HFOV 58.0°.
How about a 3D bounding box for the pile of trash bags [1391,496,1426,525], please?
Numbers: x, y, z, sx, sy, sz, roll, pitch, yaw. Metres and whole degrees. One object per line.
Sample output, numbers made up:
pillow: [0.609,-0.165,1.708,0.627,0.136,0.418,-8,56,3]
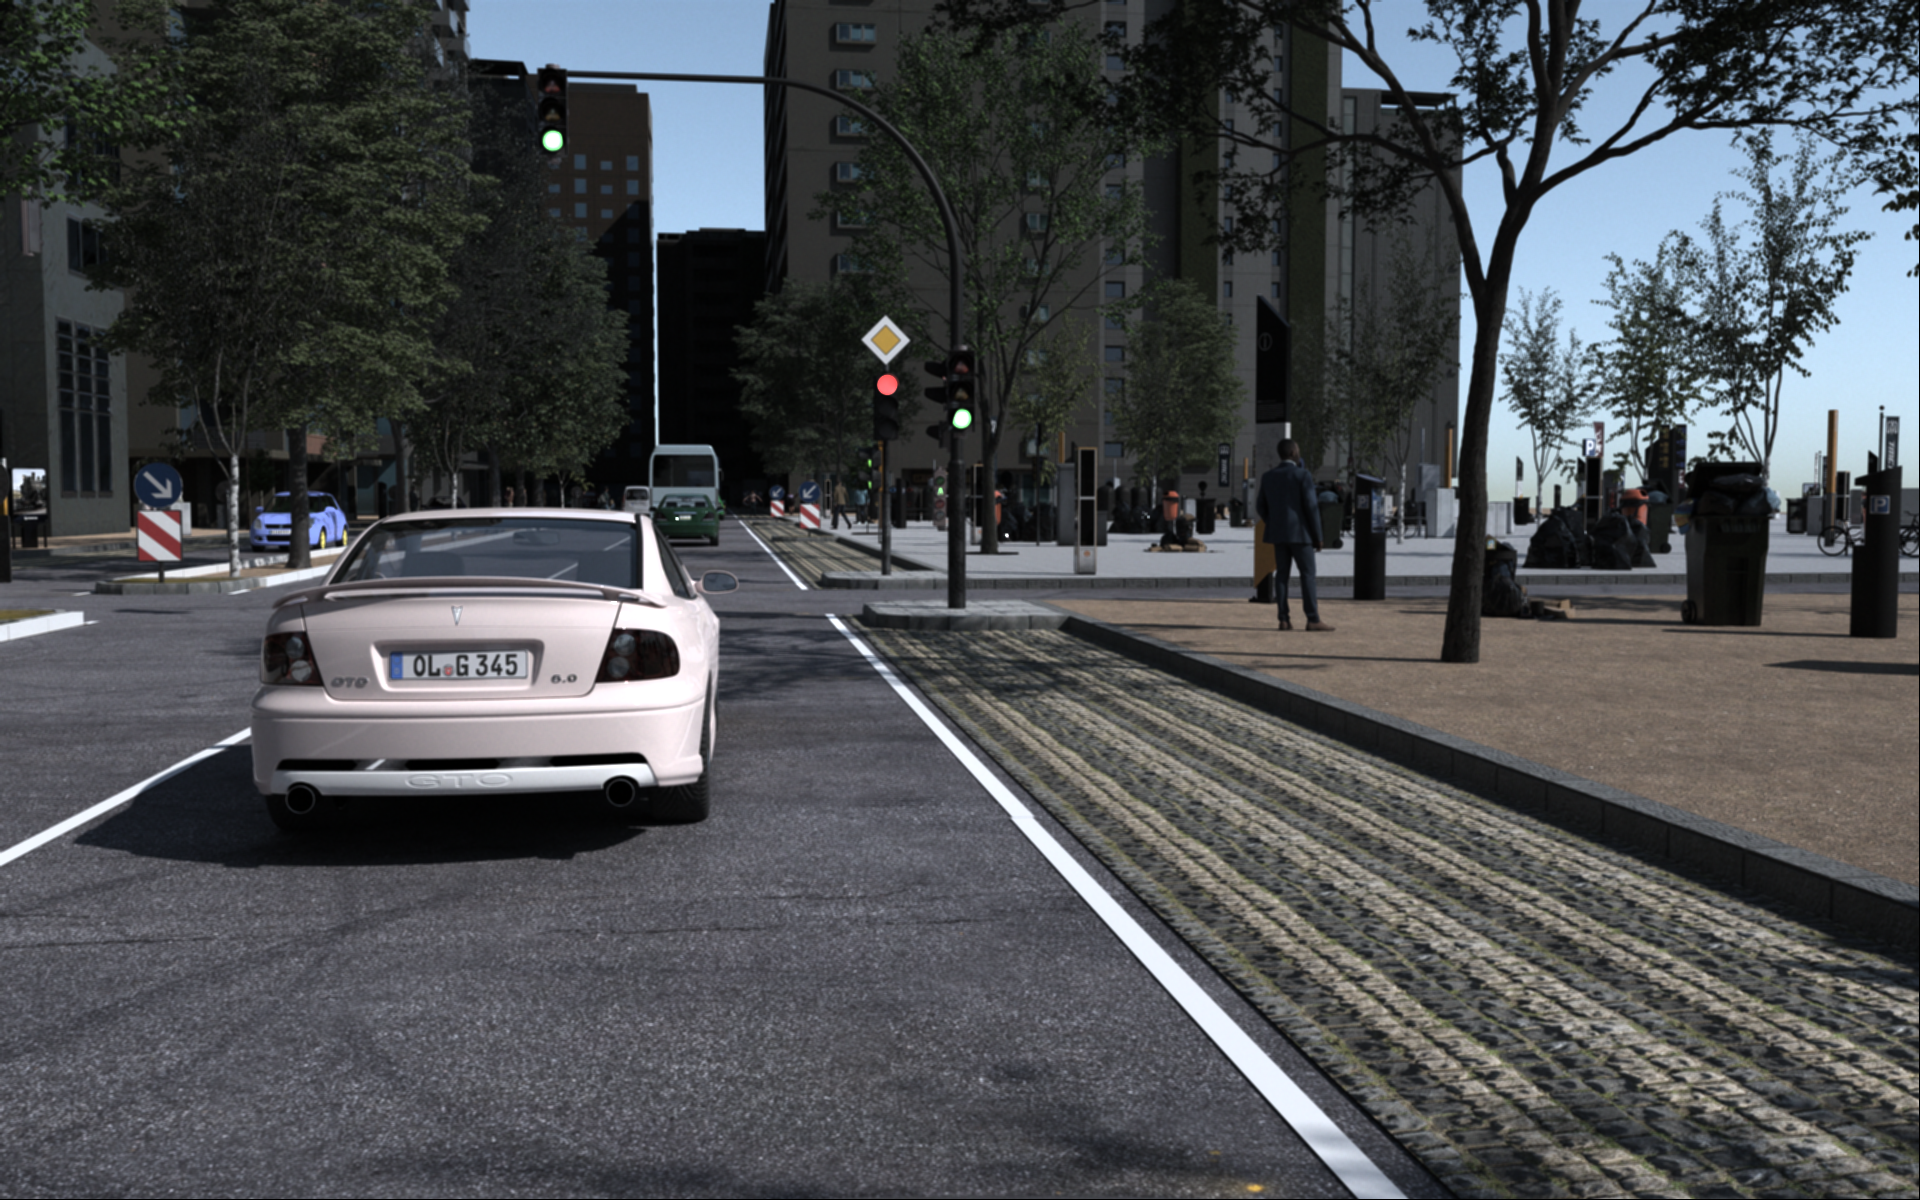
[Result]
pile of trash bags: [18.284,-3.773,71.441,3.447,1.369,1.912,0,4,6]

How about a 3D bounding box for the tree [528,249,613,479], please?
tree: [-18.196,-9.207,71.124,7.486,12.596,7.792,0,3,0]

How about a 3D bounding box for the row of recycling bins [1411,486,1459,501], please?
row of recycling bins: [25.563,-5.248,92.917,3.534,1.692,1.069,-2,4,-31]

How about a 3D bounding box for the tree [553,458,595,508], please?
tree: [-20.281,-8.281,88.215,4.737,8.622,4.395,0,3,0]

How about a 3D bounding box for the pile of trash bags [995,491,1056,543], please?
pile of trash bags: [1.566,-2.245,46.460,1.912,1.369,3.447,2,4,30]

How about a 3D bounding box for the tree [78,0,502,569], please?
tree: [-12.803,-6.886,33.176,7.486,12.596,7.792,0,3,0]

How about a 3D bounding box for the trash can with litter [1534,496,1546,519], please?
trash can with litter: [30.136,-4.884,90.918,1.678,1.210,2.233,3,5,41]

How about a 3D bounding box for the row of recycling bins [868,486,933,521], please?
row of recycling bins: [-2.771,-4.688,83.763,3.534,1.692,1.069,1,4,11]

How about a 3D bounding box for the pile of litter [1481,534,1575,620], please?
pile of litter: [5.954,-0.278,18.512,1.176,0.858,1.719,1,4,11]

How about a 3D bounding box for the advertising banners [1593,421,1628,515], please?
advertising banners: [15.994,-2.829,42.445,2.074,3.025,0.090,-3,5,-42]

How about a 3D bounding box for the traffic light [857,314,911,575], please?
traffic light: [-1.186,-2.345,27.269,0.839,4.253,0.868,0,4,-8]

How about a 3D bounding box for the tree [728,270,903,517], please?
tree: [-8.137,-11.688,97.761,9.857,13.997,8.962,0,3,0]

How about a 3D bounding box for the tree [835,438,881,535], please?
tree: [-2.864,-3.696,55.031,1.663,3.219,1.824,0,3,0]

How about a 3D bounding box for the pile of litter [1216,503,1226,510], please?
pile of litter: [12.783,-4.421,86.254,1.176,0.858,1.719,0,4,-8]

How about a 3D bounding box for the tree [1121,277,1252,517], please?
tree: [11.826,-10.588,91.248,7.486,12.596,7.792,0,3,0]

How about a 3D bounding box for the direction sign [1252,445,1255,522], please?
direction sign: [13.671,-5.365,79.711,0.379,3.537,0.876,2,4,33]

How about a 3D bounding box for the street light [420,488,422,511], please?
street light: [-30.422,-7.635,97.618,0.468,5.910,1.993,0,4,-8]

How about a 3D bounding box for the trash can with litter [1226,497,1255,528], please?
trash can with litter: [10.762,-3.366,66.418,1.055,1.170,0.624,-2,4,-24]

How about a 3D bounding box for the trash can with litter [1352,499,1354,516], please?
trash can with litter: [20.355,-4.837,90.477,0.624,1.170,1.055,3,4,39]

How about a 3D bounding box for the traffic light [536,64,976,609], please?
traffic light: [-2.124,-2.707,18.930,4.771,5.953,1.251,0,4,-8]

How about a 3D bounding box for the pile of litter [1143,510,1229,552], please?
pile of litter: [4.960,-1.497,38.444,1.719,0.858,1.176,3,4,36]

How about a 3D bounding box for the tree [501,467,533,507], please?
tree: [-39.473,-10.338,152.734,4.285,4.588,4.351,0,3,0]

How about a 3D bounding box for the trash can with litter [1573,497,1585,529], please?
trash can with litter: [21.128,-2.867,58.258,1.055,1.170,0.624,-3,5,-42]

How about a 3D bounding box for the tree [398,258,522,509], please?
tree: [-15.313,-6.082,52.254,4.360,8.622,3.978,0,3,0]

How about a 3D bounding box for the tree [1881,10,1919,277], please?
tree: [12.080,-4.151,18.229,4.737,8.622,4.395,0,3,0]

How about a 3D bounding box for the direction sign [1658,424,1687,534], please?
direction sign: [23.106,-3.929,56.243,0.876,3.537,0.379,0,4,1]

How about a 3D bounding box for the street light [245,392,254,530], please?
street light: [-25.228,-5.410,61.245,0.468,5.910,1.993,0,4,-8]

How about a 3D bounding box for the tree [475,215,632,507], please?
tree: [-19.552,-10.435,79.732,9.857,13.997,8.962,0,3,0]

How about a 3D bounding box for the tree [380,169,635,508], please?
tree: [-16.472,-8.656,60.986,9.611,12.733,9.660,0,3,0]

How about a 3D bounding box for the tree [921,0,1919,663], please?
tree: [3.771,-4.782,12.593,8.767,10.594,7.601,0,4,6]

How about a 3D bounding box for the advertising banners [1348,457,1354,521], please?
advertising banners: [18.921,-5.259,82.165,0.090,3.025,2.074,-1,4,-18]

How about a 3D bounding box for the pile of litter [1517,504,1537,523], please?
pile of litter: [24.753,-3.842,76.780,1.719,0.858,1.176,1,4,12]

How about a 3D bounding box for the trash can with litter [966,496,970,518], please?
trash can with litter: [0.180,-5.072,94.310,1.055,1.170,0.624,-2,4,-35]

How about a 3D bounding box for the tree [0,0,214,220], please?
tree: [-9.550,-5.212,13.422,9.928,11.665,9.643,0,3,0]

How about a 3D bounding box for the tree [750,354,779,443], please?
tree: [-4.705,-8.254,69.373,7.601,10.594,8.767,0,4,7]

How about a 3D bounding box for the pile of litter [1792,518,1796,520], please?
pile of litter: [42.663,-4.482,87.238,1.719,0.858,1.176,2,4,28]

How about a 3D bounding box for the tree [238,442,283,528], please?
tree: [-26.330,-4.313,65.116,1.663,3.219,1.824,0,3,0]

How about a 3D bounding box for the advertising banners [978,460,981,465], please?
advertising banners: [1.276,-5.710,89.541,0.090,3.025,2.074,-1,4,-19]

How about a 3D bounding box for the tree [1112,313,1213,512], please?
tree: [8.125,-7.402,71.393,4.360,8.622,3.978,0,3,0]

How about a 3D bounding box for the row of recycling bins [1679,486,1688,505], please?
row of recycling bins: [38.112,-5.072,90.041,3.534,1.692,1.069,1,4,22]

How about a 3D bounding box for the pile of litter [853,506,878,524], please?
pile of litter: [-4.102,-3.790,75.927,1.176,0.858,1.719,0,4,-4]

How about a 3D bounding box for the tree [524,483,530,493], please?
tree: [-40.284,-10.013,158.316,1.663,3.219,1.824,0,3,0]

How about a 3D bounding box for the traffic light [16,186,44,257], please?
traffic light: [-15.919,-3.091,25.207,4.771,5.953,1.251,0,4,-8]

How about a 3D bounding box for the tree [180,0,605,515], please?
tree: [-13.966,-7.956,42.910,12.009,13.543,11.850,0,3,0]

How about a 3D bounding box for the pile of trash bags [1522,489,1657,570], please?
pile of trash bags: [11.422,-1.280,30.688,1.912,1.369,3.447,3,5,40]

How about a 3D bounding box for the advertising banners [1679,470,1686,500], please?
advertising banners: [34.092,-5.146,80.326,2.074,3.025,0.090,-1,4,-9]

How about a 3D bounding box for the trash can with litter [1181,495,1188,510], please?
trash can with litter: [13.092,-5.426,99.767,1.678,1.210,2.233,-3,4,-38]

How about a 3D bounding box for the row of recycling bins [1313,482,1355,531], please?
row of recycling bins: [12.962,-3.308,61.195,3.534,1.692,1.069,2,4,24]

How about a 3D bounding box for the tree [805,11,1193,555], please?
tree: [0.761,-6.777,36.557,9.928,11.665,9.643,0,3,0]

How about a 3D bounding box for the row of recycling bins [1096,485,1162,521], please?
row of recycling bins: [8.069,-4.579,81.976,3.534,1.692,1.069,-2,4,-29]

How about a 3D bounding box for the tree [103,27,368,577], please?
tree: [-11.533,-4.562,27.404,4.360,8.622,3.978,0,3,0]

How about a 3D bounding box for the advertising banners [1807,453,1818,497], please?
advertising banners: [36.083,-4.716,73.297,0.090,3.025,2.074,3,4,36]

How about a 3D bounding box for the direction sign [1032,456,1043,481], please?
direction sign: [4.623,-6.815,103.425,0.379,3.537,0.876,-3,5,-40]
